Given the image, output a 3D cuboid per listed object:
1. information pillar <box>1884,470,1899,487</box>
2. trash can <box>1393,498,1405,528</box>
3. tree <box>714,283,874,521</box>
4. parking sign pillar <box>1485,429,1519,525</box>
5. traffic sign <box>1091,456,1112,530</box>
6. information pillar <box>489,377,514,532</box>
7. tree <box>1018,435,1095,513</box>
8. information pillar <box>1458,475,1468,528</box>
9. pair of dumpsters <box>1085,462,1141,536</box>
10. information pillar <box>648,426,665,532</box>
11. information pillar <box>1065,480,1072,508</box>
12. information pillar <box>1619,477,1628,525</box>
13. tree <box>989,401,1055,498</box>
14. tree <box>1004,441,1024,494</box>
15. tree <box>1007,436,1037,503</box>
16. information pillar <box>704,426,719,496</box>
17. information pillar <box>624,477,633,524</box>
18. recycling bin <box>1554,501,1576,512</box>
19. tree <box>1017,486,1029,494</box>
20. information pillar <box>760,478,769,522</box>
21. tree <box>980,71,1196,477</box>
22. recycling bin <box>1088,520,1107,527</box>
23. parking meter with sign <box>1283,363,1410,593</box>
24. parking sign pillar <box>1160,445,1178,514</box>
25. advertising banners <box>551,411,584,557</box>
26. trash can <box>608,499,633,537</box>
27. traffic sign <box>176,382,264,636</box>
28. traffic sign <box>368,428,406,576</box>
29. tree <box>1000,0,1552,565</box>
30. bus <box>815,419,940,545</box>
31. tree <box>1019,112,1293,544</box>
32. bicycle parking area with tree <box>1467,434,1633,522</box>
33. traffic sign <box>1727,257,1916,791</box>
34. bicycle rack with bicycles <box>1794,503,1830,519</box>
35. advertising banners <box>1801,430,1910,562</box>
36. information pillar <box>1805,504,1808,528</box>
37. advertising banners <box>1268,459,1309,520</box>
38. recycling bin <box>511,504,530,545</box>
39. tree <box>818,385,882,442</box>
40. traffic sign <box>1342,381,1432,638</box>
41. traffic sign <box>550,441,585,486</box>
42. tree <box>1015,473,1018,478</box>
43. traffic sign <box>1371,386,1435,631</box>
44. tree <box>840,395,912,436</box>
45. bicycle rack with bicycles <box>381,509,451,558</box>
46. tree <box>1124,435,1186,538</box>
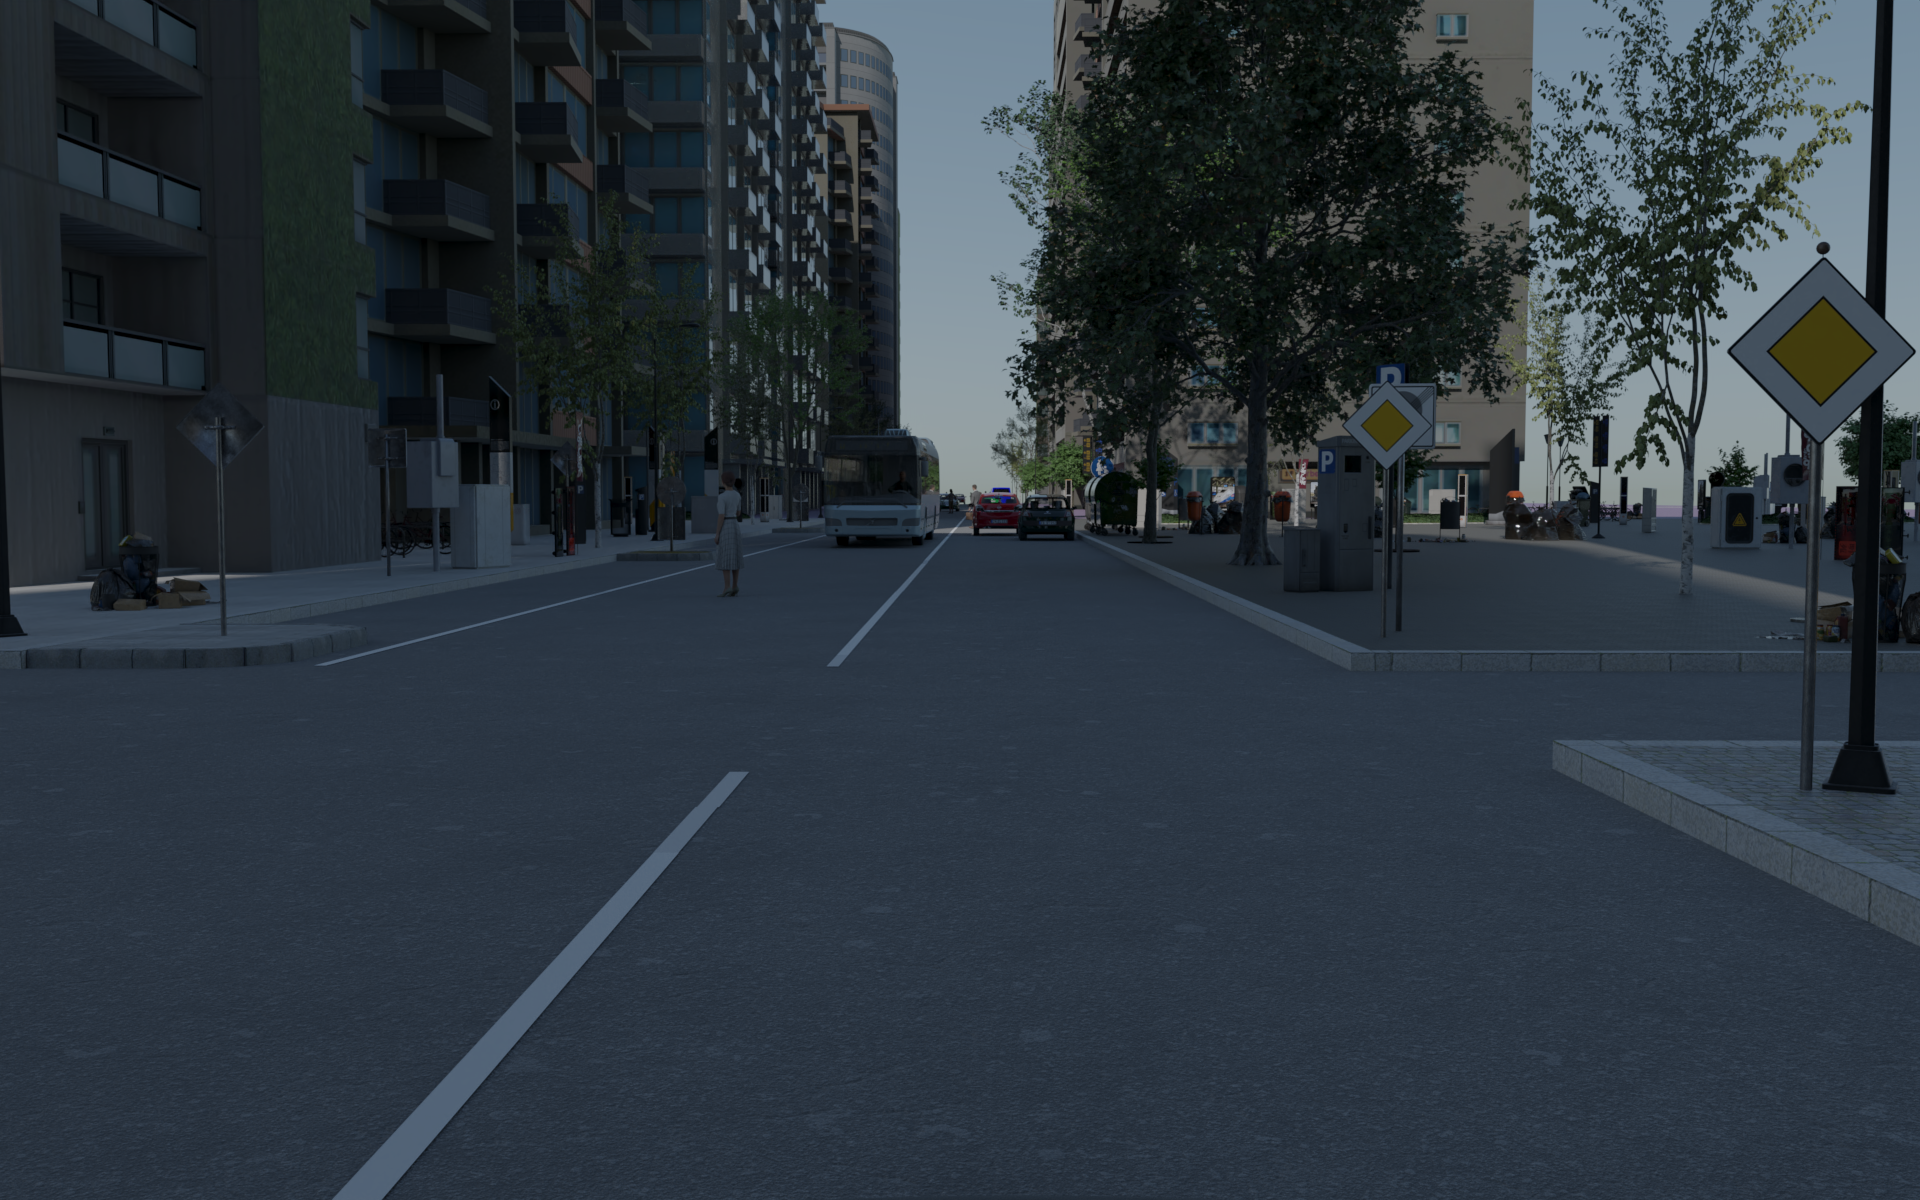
[{"bbox_3d":[28.635,-2.985,53.293,0.304,2.012,0.304,-1,4,-14],"label":"information pillar"},{"bbox_3d":[16.520,-3.305,65.691,0.748,1.137,0.748,0,3,0],"label":"trash can"},{"bbox_3d":[-8.187,-9.697,84.300,9.928,11.665,9.643,0,3,0],"label":"tree"},{"bbox_3d":[22.625,-5.108,71.994,1.447,3.967,1.447,-2,4,-26],"label":"parking sign pillar"},{"bbox_3d":[4.780,-3.557,58.260,0.768,2.556,0.104,0,4,6],"label":"traffic sign"},{"bbox_3d":[-9.154,-2.640,34.525,0.504,3.616,0.183,1,4,19],"label":"information pillar"},{"bbox_3d":[6.302,-6.849,95.701,4.285,4.588,4.351,0,3,0],"label":"tree"},{"bbox_3d":[18.947,-3.717,65.263,0.304,2.012,0.304,2,4,29],"label":"information pillar"},{"bbox_3d":[4.882,-3.218,55.115,1.574,2.255,4.437,0,4,1],"label":"pair of dumpsters"},{"bbox_3d":[-10.309,-4.106,58.496,0.504,3.616,0.183,2,4,35],"label":"information pillar"},{"bbox_3d":[5.468,-5.067,87.336,0.304,2.012,0.304,0,4,-1],"label":"information pillar"},{"bbox_3d":[27.789,-4.161,72.532,0.304,2.012,0.304,1,4,17],"label":"information pillar"},{"bbox_3d":[6.585,-14.651,173.951,8.767,10.594,7.601,2,4,27],"label":"tree"},{"bbox_3d":[7.763,-17.736,240.345,4.360,8.622,3.978,0,3,0],"label":"tree"},{"bbox_3d":[7.229,-15.554,204.663,4.737,8.622,4.395,0,3,0],"label":"tree"},{"bbox_3d":[-8.462,-4.142,59.083,0.504,3.616,0.183,0,4,-7],"label":"information pillar"},{"bbox_3d":[-14.210,-4.265,74.229,0.304,2.012,0.304,0,4,-5],"label":"information pillar"},{"bbox_3d":[22.450,-3.172,64.417,0.722,1.027,0.722,0,4,2],"label":"recycling bin"},{"bbox_3d":[8.205,-13.498,215.287,1.663,3.219,1.824,0,3,0],"label":"tree"},{"bbox_3d":[-8.876,-4.536,78.661,0.304,2.012,0.304,2,4,29],"label":"information pillar"},{"bbox_3d":[7.126,-13.444,75.701,12.611,20.169,13.585,0,3,0],"label":"tree"},{"bbox_3d":[5.451,-3.430,68.632,0.722,1.027,0.722,0,4,-2],"label":"recycling bin"},{"bbox_3d":[5.093,-1.632,22.947,1.738,3.016,0.543,-2,4,-29],"label":"parking meter with sign"},{"bbox_3d":[10.515,-6.145,88.935,1.447,3.967,1.447,3,4,37],"label":"parking sign pillar"},{"bbox_3d":[-8.129,-2.437,36.028,0.090,3.025,2.074,0,4,5],"label":"advertising banners"},{"bbox_3d":[-10.161,-2.459,51.858,0.748,1.137,0.748,0,3,0],"label":"trash can"},{"bbox_3d":[-6.657,-0.732,15.608,0.795,2.450,0.064,0,4,1],"label":"traffic sign"},{"bbox_3d":[-8.919,-1.521,26.994,0.606,2.300,0.079,0,4,3],"label":"traffic sign"},{"bbox_3d":[5.491,-6.986,31.222,9.611,12.733,9.660,0,3,0],"label":"tree"},{"bbox_3d":[-2.145,-3.439,51.079,2.948,3.499,13.247,0,4,2],"label":"bus"},{"bbox_3d":[5.043,-7.267,44.566,9.928,11.665,9.643,0,3,0],"label":"tree"},{"bbox_3d":[29.068,-6.009,85.242,9.016,4.147,8.231,3,4,38],"label":"bicycle parking area with tree"},{"bbox_3d":[3.667,-0.233,7.449,0.795,2.450,0.064,0,4,1],"label":"traffic sign"},{"bbox_3d":[33.067,-3.231,66.217,2.852,0.926,2.925,0,4,4],"label":"bicycle rack with bicycles"},{"bbox_3d":[17.229,-2.281,33.476,0.090,3.025,2.074,-3,5,-44],"label":"advertising banners"},{"bbox_3d":[23.192,-2.607,47.116,0.304,2.012,0.304,1,4,16],"label":"information pillar"},{"bbox_3d":[16.300,-5.489,85.940,2.074,3.025,0.090,0,4,-8],"label":"advertising banners"},{"bbox_3d":[-11.241,-1.896,43.553,0.722,1.027,0.722,0,4,-4],"label":"recycling bin"},{"bbox_3d":[-7.250,-9.773,110.154,4.360,8.622,3.978,0,3,0],"label":"tree"},{"bbox_3d":[3.786,-0.721,15.433,0.795,2.450,0.064,0,4,1],"label":"traffic sign"},{"bbox_3d":[-8.528,-2.229,37.630,0.795,2.450,0.064,1,4,10],"label":"traffic sign"},{"bbox_3d":[6.538,-10.255,151.381,4.285,4.588,4.351,0,3,0],"label":"tree"},{"bbox_3d":[4.104,-0.857,16.139,0.606,2.300,0.079,0,4,7],"label":"traffic sign"},{"bbox_3d":[-7.588,-13.905,161.754,8.767,10.594,7.601,-1,4,-10],"label":"tree"},{"bbox_3d":[-12.149,-1.370,35.777,2.925,0.926,2.852,0,4,4],"label":"bicycle rack with bicycles"},{"bbox_3d":[5.741,-3.441,50.864,1.663,3.219,1.824,0,3,0],"label":"tree"}]
